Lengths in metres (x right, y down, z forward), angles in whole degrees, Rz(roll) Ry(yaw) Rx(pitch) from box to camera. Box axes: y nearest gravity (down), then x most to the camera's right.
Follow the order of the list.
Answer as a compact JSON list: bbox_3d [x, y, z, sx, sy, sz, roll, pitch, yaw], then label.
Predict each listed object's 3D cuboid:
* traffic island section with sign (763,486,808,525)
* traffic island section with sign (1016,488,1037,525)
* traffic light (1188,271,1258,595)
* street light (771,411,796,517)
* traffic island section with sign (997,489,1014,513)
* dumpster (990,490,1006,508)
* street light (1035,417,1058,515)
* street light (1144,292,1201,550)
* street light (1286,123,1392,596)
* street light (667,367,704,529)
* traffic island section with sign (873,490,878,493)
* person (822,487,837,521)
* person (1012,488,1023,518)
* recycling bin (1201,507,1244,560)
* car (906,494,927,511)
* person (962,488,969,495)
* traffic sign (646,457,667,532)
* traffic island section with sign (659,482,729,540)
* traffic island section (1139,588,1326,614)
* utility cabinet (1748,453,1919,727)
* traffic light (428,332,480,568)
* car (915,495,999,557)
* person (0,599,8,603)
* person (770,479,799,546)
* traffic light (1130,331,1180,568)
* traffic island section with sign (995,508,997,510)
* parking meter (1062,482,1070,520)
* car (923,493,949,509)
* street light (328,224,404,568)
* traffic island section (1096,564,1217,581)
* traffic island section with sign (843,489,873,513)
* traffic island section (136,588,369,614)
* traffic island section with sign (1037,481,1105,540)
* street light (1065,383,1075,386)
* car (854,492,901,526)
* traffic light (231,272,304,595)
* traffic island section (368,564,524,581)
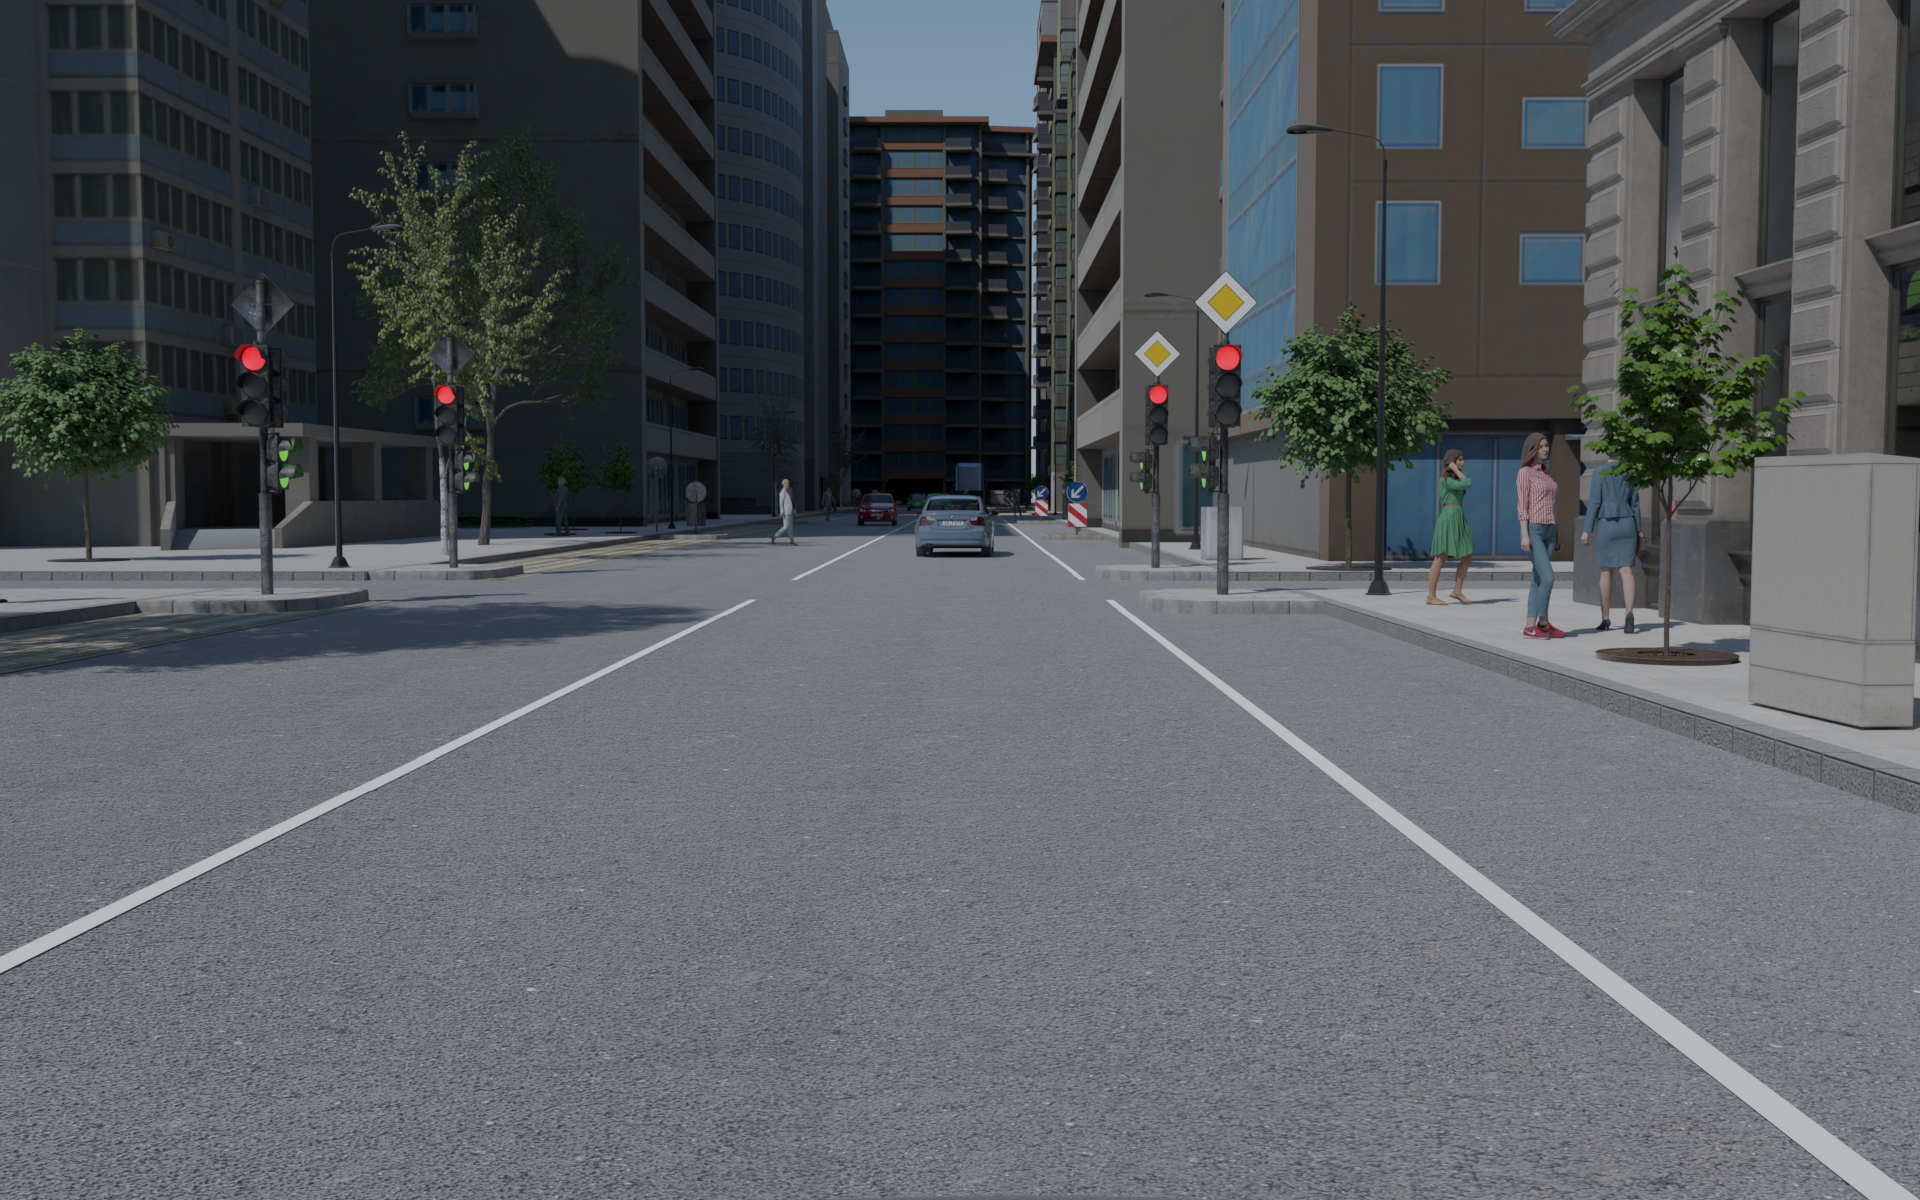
[{"bbox_3d":[-8.196,-4.475,81.800,1.989,1.847,2.006,0,4,0],"label":"traffic island section with sign"},{"bbox_3d":[3.718,-4.493,82.096,1.989,1.847,2.006,0,4,0],"label":"traffic island section with sign"},{"bbox_3d":[3.329,-2.021,21.959,0.839,4.253,0.868,0,4,0],"label":"traffic light"},{"bbox_3d":[-9.886,-7.608,96.937,1.470,5.913,1.316,0,4,0],"label":"street light"},{"bbox_3d":[4.014,-7.565,132.312,1.989,1.847,2.006,0,4,0],"label":"traffic island section with sign"},{"bbox_3d":[4.008,-10.555,180.790,1.865,1.857,1.264,0,4,-1],"label":"dumpster"},{"bbox_3d":[5.252,-8.106,105.081,1.470,5.913,1.316,0,4,0],"label":"street light"},{"bbox_3d":[4.914,-4.119,39.883,1.470,5.913,1.316,0,4,0],"label":"street light"},{"bbox_3d":[4.789,-3.018,21.883,1.470,5.913,1.316,0,4,0],"label":"street light"},{"bbox_3d":[-10.067,-5.567,63.561,1.470,5.913,1.316,0,4,0],"label":"street light"},{"bbox_3d":[-7.740,-9.201,159.059,1.989,1.847,2.006,0,4,0],"label":"traffic island section with sign"},{"bbox_3d":[-7.006,-5.127,92.445,0.709,1.813,0.853,-3,5,-41],"label":"person"},{"bbox_3d":[3.387,-5.675,101.563,0.573,1.790,0.520,2,4,35],"label":"person"},{"bbox_3d":[5.112,-1.299,33.786,0.722,1.027,0.722,0,4,-2],"label":"recycling bin"},{"bbox_3d":[-3.583,-8.496,147.702,1.959,1.807,4.718,0,4,0],"label":"car"},{"bbox_3d":[0.231,-4.979,90.329,0.534,1.772,0.576,1,4,11],"label":"person"},{"bbox_3d":[-10.343,-3.603,59.014,0.768,2.556,0.104,1,4,9],"label":"traffic sign"},{"bbox_3d":[-8.353,-2.820,54.735,1.989,1.847,2.006,0,4,0],"label":"traffic island section with sign"},{"bbox_3d":[3.369,0.013,22.073,2.009,0.180,2.903,0,4,0],"label":"traffic island section"},{"bbox_3d":[4.996,-0.076,9.928,0.318,1.500,1.173,0,4,-4],"label":"utility cabinet"},{"bbox_3d":[-8.786,-2.512,29.999,0.839,4.253,0.868,0,4,0],"label":"traffic light"},{"bbox_3d":[-0.093,-1.765,40.864,2.014,1.417,4.499,0,4,2],"label":"car"},{"bbox_3d":[-11.563,-0.866,20.116,0.836,1.842,0.656,-2,4,-26],"label":"person"},{"bbox_3d":[-4.850,-2.412,47.813,0.818,1.842,0.514,-1,4,-8],"label":"person"},{"bbox_3d":[3.375,-2.509,29.944,0.839,4.253,0.868,0,4,0],"label":"traffic light"},{"bbox_3d":[4.185,-9.213,159.266,1.989,1.847,2.006,0,4,0],"label":"traffic island section with sign"},{"bbox_3d":[5.249,-4.900,85.832,0.255,1.863,0.399,-1,4,-18],"label":"parking meter"},{"bbox_3d":[-1.235,-5.682,101.692,1.959,1.807,4.718,0,4,1],"label":"car"},{"bbox_3d":[-10.267,-3.513,29.983,1.470,5.913,1.316,0,4,0],"label":"street light"},{"bbox_3d":[3.415,-0.476,30.058,2.009,0.180,2.903,0,4,0],"label":"traffic island section"},{"bbox_3d":[-7.897,-7.552,132.104,1.989,1.847,2.006,0,4,0],"label":"traffic island section with sign"},{"bbox_3d":[-8.873,0.008,22.149,2.009,0.180,2.903,0,4,0],"label":"traffic island section"},{"bbox_3d":[3.575,-2.840,55.054,1.989,1.847,2.006,0,4,0],"label":"traffic island section with sign"},{"bbox_3d":[5.098,-6.117,72.554,1.470,5.913,1.316,0,4,0],"label":"street light"},{"bbox_3d":[-3.789,-4.332,79.864,2.155,1.783,4.494,0,4,-1],"label":"car"},{"bbox_3d":[-8.833,-2.024,22.014,0.839,4.253,0.868,0,4,0],"label":"traffic light"},{"bbox_3d":[-8.826,-0.480,30.134,2.009,0.180,2.903,0,4,0],"label":"traffic island section"}]
